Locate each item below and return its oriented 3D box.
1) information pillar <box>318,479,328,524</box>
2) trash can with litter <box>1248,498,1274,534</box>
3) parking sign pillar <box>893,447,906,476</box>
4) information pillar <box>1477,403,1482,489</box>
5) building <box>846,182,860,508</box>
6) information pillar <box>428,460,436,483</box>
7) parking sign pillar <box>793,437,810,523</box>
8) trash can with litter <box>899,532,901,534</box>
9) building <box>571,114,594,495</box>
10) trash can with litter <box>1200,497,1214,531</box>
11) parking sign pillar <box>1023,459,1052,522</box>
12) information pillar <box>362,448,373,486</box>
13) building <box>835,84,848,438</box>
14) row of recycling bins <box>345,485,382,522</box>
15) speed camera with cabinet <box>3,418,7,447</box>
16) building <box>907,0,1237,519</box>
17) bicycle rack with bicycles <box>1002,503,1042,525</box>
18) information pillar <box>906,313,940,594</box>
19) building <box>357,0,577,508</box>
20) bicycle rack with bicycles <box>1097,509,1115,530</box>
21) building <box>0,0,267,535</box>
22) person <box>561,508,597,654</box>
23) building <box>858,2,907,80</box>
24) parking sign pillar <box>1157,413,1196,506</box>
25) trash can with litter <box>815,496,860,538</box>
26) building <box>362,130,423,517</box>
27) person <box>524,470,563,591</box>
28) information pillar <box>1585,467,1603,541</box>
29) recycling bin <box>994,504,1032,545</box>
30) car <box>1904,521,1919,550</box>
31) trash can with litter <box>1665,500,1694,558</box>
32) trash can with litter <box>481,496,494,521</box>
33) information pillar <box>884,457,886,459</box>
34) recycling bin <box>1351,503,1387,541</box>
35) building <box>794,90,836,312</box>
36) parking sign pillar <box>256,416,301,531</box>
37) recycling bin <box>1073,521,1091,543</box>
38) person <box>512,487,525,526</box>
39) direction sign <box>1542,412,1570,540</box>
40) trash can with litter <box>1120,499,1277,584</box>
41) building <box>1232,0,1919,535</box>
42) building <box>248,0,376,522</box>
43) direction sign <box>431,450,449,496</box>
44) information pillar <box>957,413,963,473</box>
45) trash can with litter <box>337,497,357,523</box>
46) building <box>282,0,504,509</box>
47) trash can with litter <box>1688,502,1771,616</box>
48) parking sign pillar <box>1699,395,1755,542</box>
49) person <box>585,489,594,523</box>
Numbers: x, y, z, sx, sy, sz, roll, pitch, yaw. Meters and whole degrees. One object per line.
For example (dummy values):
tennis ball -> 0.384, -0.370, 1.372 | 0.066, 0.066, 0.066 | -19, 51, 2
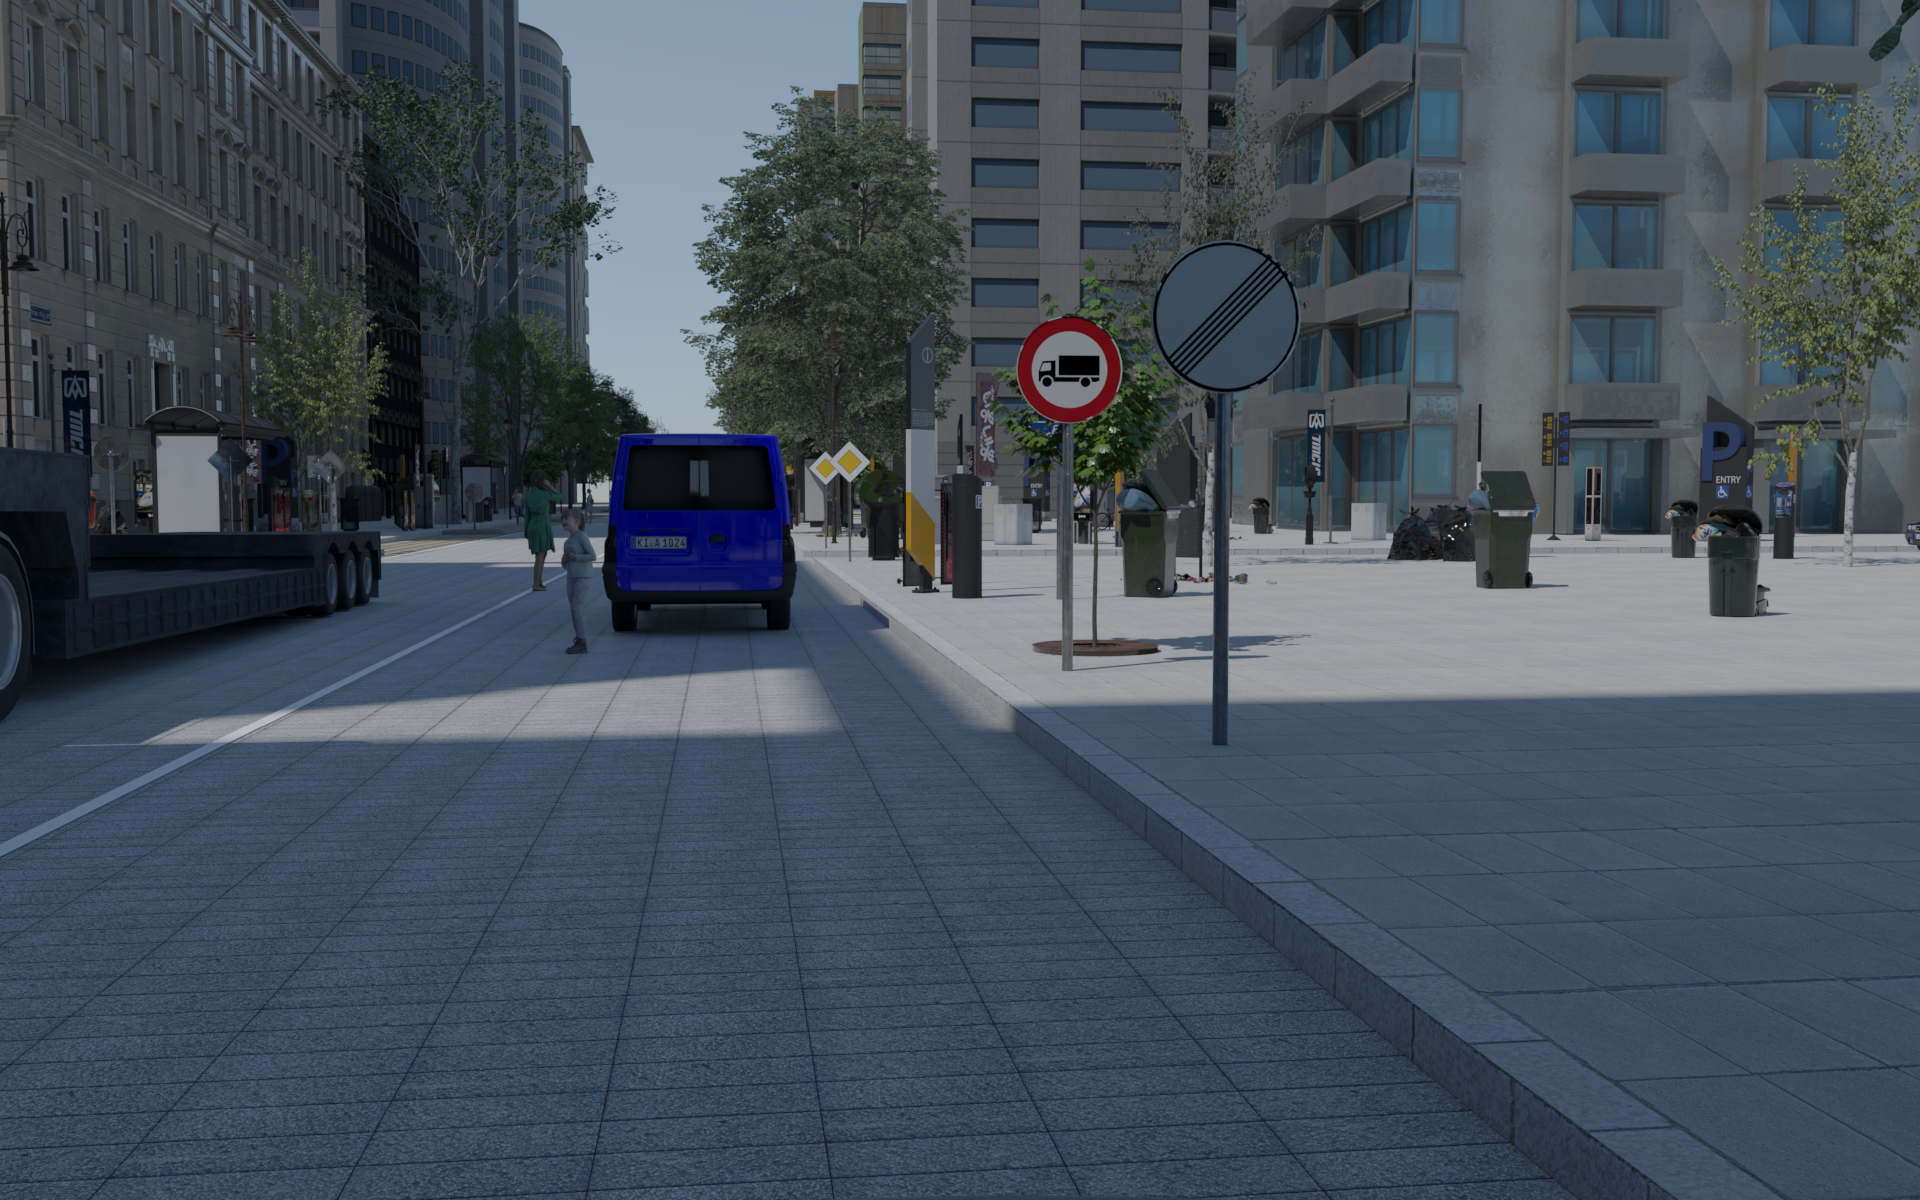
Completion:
information pillar -> -27.720, -4.334, 75.356 | 0.304, 2.012, 0.304 | 1, 4, 8
trash can with litter -> 9.737, -2.719, 55.851 | 0.624, 1.170, 1.055 | 2, 4, 27
parking sign pillar -> -1.941, -4.695, 65.243 | 1.447, 3.967, 1.447 | 3, 5, 44
information pillar -> 13.494, -3.284, 45.047 | 0.183, 3.616, 0.504 | 1, 4, 15
building -> -3.791, -23.952, 163.311 | 14.160, 30.474, 14.107 | 0, 4, -8
information pillar -> -32.591, -7.068, 106.915 | 0.504, 3.616, 0.183 | 1, 4, 13
parking sign pillar -> -7.114, -5.424, 77.148 | 1.447, 3.967, 1.447 | -1, 4, -15
trash can with litter -> -1.820, -2.586, 53.674 | 1.055, 1.170, 0.624 | 1, 4, 11
building -> -66.263, -39.917, 241.873 | 28.713, 52.752, 27.495 | 0, 4, -8
trash can with litter -> 8.786, -2.971, 59.963 | 0.624, 1.170, 1.055 | -2, 4, -34
parking sign pillar -> 3.587, -5.660, 81.017 | 1.447, 3.967, 1.447 | 3, 5, 42
information pillar -> -29.755, -5.847, 86.958 | 0.504, 3.616, 0.183 | -1, 4, -10
building -> -5.809, -30.178, 177.003 | 14.154, 41.232, 14.086 | 0, 4, -8
row of recycling bins -> -28.144, -4.572, 81.861 | 1.069, 1.692, 3.534 | 0, 4, -2
speed camera with cabinet -> -25.520, -3.093, 44.911 | 2.038, 3.252, 0.660 | 0, 4, -7
building -> 7.378, -34.235, 101.736 | 21.231, 58.520, 28.212 | 0, 4, -8
bicycle rack with bicycles -> 2.312, -3.551, 71.439 | 2.852, 0.926, 2.925 | 0, 4, 6
information pillar -> -0.497, -1.895, 22.335 | 0.183, 3.616, 0.504 | 3, 5, 40
building -> -59.789, -41.132, 214.514 | 21.231, 58.520, 28.212 | 0, 4, -8
bicycle rack with bicycles -> 6.661, -2.995, 62.356 | 2.925, 0.926, 2.852 | 2, 4, 35
building -> -32.177, -15.853, 56.466 | 12.463, 27.353, 25.104 | 0, 4, -8
person -> -3.467, -0.175, 15.641 | 0.425, 1.301, 0.394 | 2, 4, 25
building -> -1.803, -28.468, 149.053 | 14.154, 41.232, 14.086 | 0, 4, -8
parking sign pillar -> 7.222, -4.244, 57.869 | 1.447, 3.967, 1.447 | 3, 4, 39
trash can with litter -> -3.577, -2.513, 52.140 | 1.678, 1.210, 2.233 | 2, 4, 26
building -> -39.510, -16.658, 102.044 | 12.332, 23.373, 15.834 | 0, 4, -8
person -> -6.255, -1.037, 25.704 | 0.600, 1.795, 0.529 | 1, 4, 16
information pillar -> 17.286, -2.616, 47.258 | 0.304, 2.012, 0.304 | -1, 4, -20
recycling bin -> 1.346, -1.908, 43.745 | 0.722, 1.027, 0.722 | 3, 4, 37
car -> 24.606, -1.742, 41.063 | 3.894, 1.354, 1.945 | -1, 4, -8
trash can with litter -> 14.583, -1.445, 35.012 | 0.624, 1.170, 1.055 | 1, 4, 22
trash can with litter -> -22.434, -4.285, 81.440 | 1.055, 1.170, 0.624 | 2, 4, 31
information pillar -> -4.824, -7.264, 110.126 | 0.183, 3.616, 0.504 | 1, 4, 14
recycling bin -> 11.353, -2.173, 48.079 | 0.722, 1.027, 0.722 | -3, 5, -44
building -> -14.174, -43.940, 260.420 | 21.231, 58.520, 28.212 | 0, 4, -8
parking sign pillar -> -23.453, -4.343, 59.484 | 1.447, 3.967, 1.447 | 1, 4, 11
recycling bin -> 3.032, -2.048, 46.036 | 0.722, 1.027, 0.722 | -1, 4, -14
person -> -19.846, -4.226, 78.189 | 0.643, 1.750, 0.593 | 2, 4, 26
direction sign -> 16.484, -3.424, 47.979 | 0.379, 3.537, 0.876 | -2, 4, -34
trash can with litter -> 3.562, -0.869, 25.270 | 1.678, 1.210, 2.233 | -3, 5, -44
building -> 25.483, -27.178, 63.968 | 30.456, 49.044, 23.786 | 0, 4, -8
building -> -36.288, -17.386, 81.523 | 12.463, 27.353, 25.104 | 0, 4, -8
direction sign -> -26.794, -5.954, 89.345 | 0.876, 3.537, 0.379 | -2, 4, -26
information pillar -> 0.004, -3.623, 50.594 | 0.183, 3.616, 0.504 | -1, 4, -10
trash can with litter -> -27.582, -4.069, 77.915 | 1.055, 1.170, 0.624 | -1, 4, -22
building -> -50.958, -37.333, 152.388 | 21.231, 58.520, 28.212 | 0, 4, -8
trash can with litter -> 8.220, -0.428, 18.383 | 0.624, 1.170, 1.055 | 3, 4, 37
parking sign pillar -> 20.738, -3.570, 46.846 | 1.447, 3.967, 1.447 | -3, 4, -37
person -> -18.299, -4.649, 85.508 | 0.522, 1.701, 0.512 | 0, 4, 3
